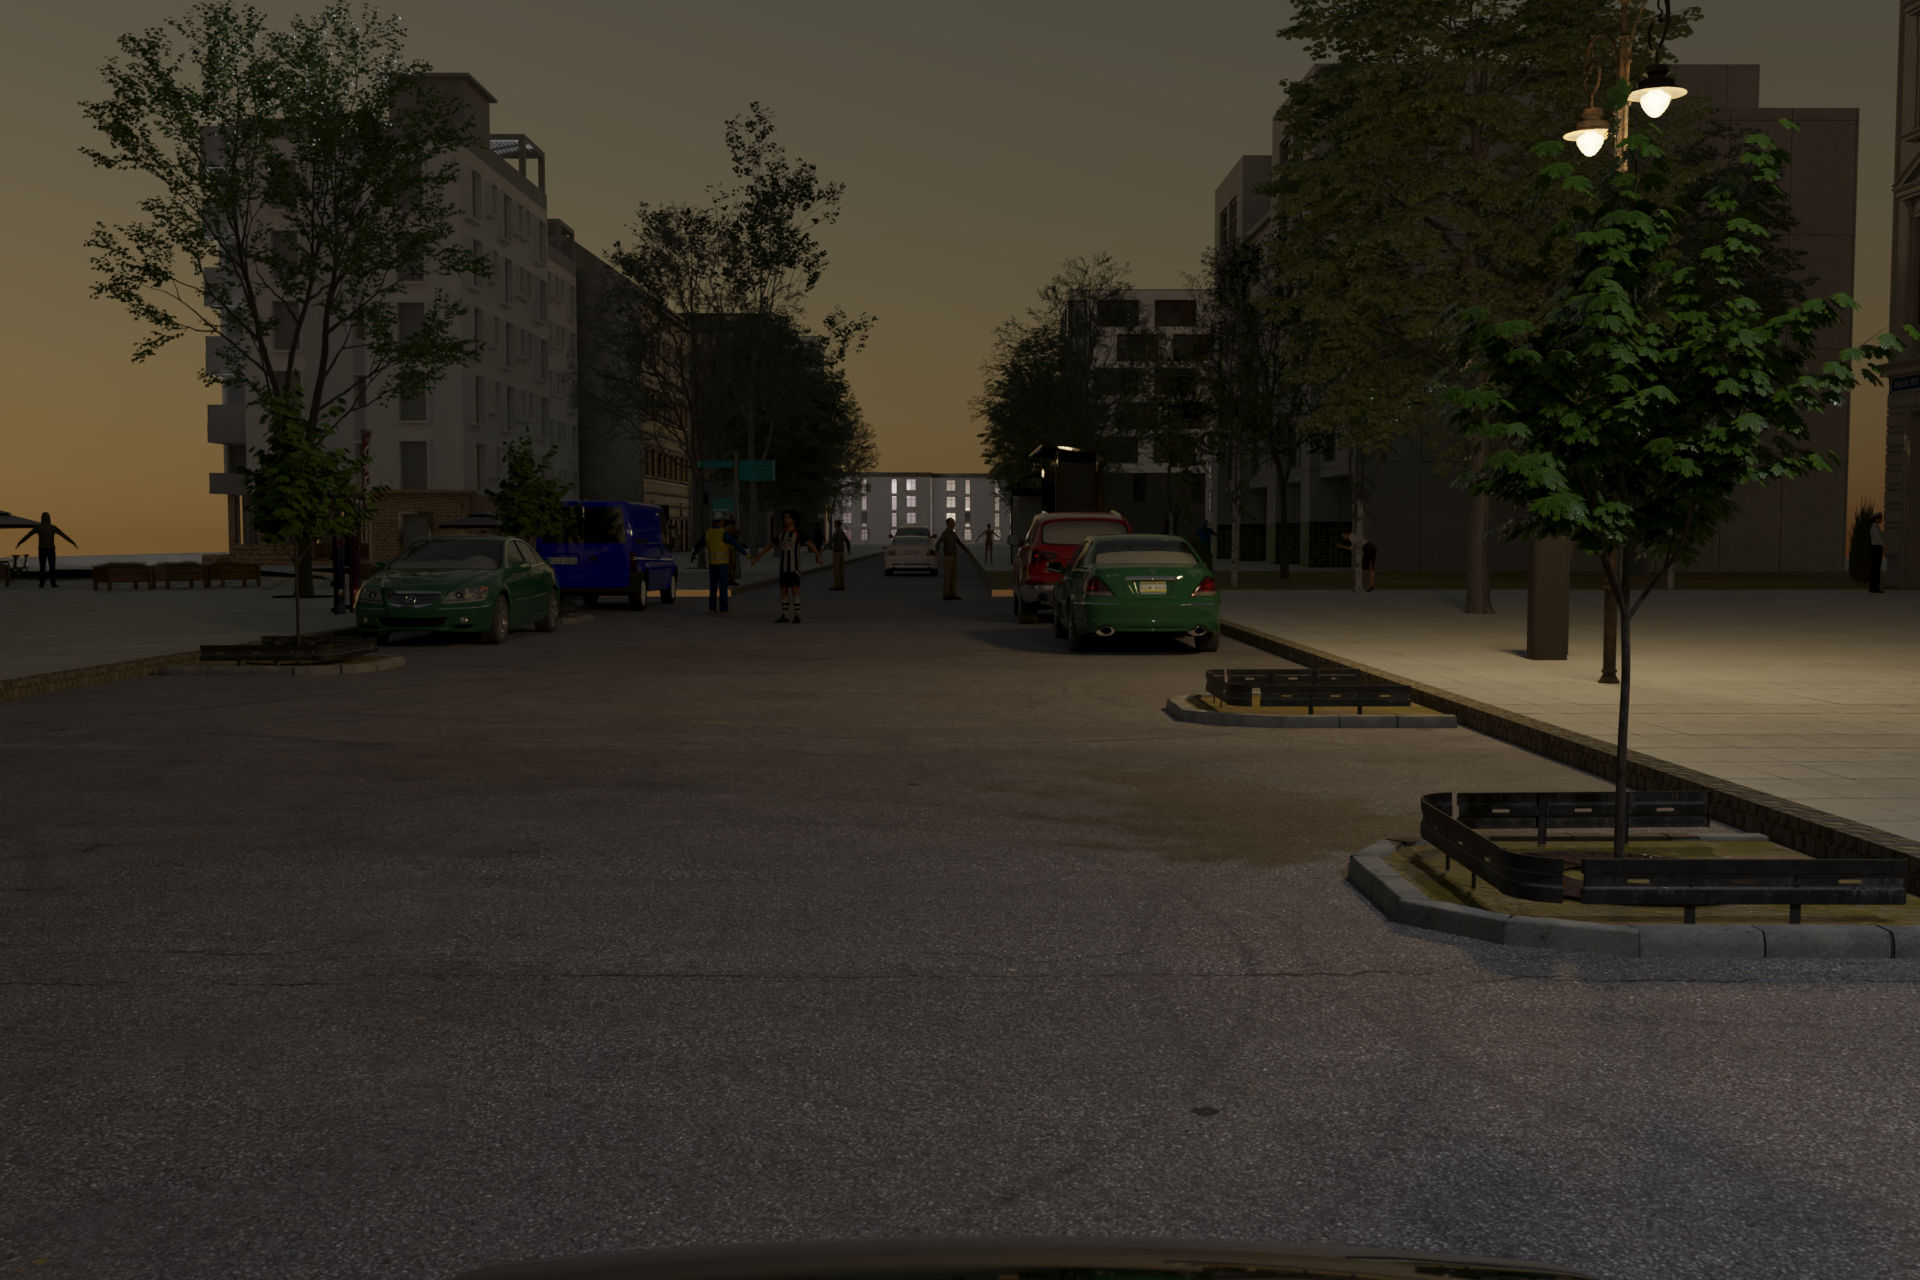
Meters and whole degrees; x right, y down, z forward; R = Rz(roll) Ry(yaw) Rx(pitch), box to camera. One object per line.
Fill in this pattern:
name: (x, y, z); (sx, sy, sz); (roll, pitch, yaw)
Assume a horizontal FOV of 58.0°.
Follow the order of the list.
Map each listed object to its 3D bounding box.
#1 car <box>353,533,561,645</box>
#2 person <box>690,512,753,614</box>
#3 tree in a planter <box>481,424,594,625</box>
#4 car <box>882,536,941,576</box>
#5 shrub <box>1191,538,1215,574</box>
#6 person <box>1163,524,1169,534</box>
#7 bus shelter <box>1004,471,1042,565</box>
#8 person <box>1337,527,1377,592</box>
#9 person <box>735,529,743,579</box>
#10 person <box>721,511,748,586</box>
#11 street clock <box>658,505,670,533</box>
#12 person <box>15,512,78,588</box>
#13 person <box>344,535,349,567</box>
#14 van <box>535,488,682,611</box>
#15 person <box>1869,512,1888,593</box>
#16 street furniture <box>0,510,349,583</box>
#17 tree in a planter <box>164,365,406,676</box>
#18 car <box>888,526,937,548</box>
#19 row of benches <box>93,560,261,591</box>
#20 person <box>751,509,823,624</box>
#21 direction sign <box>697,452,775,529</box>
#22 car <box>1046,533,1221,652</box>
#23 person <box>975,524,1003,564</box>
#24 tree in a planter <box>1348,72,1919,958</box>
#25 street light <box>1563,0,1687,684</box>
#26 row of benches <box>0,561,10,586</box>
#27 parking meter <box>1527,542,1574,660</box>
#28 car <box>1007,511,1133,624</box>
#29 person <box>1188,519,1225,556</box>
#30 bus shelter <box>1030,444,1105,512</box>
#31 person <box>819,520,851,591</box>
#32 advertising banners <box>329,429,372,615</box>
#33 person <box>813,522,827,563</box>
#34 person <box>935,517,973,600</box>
car: (-6.844, -0.744, 23.970); (2.131, 1.459, 4.920); (0, 4, 0)
person: (-4.349, -1.400, 31.323); (1.349, 1.833, 0.705); (2, 4, 26)
tree in a planter: (-7.069, -1.894, 28.193); (1.991, 3.239, 1.994); (0, 4, 1)
car: (-1.688, -2.934, 60.330); (2.083, 1.381, 4.827); (0, 4, -1)
shrub: (5.972, -1.998, 43.781); (1.383, 1.207, 1.383); (0, 3, 0)
person: (9.321, -4.429, 79.132); (0.721, 1.740, 1.216); (1, 4, 9)
bus shelter: (2.584, -3.942, 58.375); (2.014, 3.302, 5.546); (0, 4, 0)
person: (8.811, -1.783, 38.379); (0.799, 1.438, 0.628); (0, 4, -5)
person: (-6.416, -2.456, 49.426); (0.599, 1.433, 0.991); (2, 4, 24)
person: (-5.692, -2.282, 43.078); (0.705, 1.858, 1.354); (-2, 4, -34)
street clock: (-7.367, -2.353, 43.045); (0.358, 2.002, 0.471); (0, 4, 1)
person: (-21.925, -2.169, 41.585); (1.348, 1.813, 0.705); (-2, 4, -25)
person: (-24.041, -3.801, 68.081); (0.705, 1.837, 1.347); (0, 4, 1)
van: (-6.817, -1.807, 33.921); (2.240, 2.365, 5.245); (0, 4, 0)
person: (20.090, -1.917, 37.800); (0.721, 1.778, 1.216); (1, 4, 21)
street furniture: (-30.862, -2.814, 51.039); (27.439, 1.986, 14.083); (0, 4, -8)
tree in a planter: (-7.070, -1.295, 18.403); (1.991, 3.239, 1.994); (0, 4, 0)
car: (-2.215, -4.463, 81.643); (2.281, 1.827, 5.304); (0, 4, -1)
row of benches: (-18.493, -1.554, 40.866); (1.422, 0.672, 4.104); (2, 4, 32)
person: (-2.750, -1.178, 27.865); (1.345, 1.843, 0.704); (2, 4, 26)
direction sign: (-7.238, -4.156, 56.719); (2.525, 3.948, 1.411); (0, 4, 0)
car: (2.221, -0.651, 22.445); (2.131, 1.459, 4.920); (0, 4, -1)
person: (1.256, -4.155, 74.740); (1.217, 1.733, 0.721); (1, 4, 11)
tree in a planter: (2.610, -0.583, 6.749); (1.991, 3.239, 1.994); (0, 4, 1)
street light: (5.588, -2.565, 14.732); (0.468, 5.910, 1.993); (0, 3, 0)
row of benches: (-25.336, -1.625, 42.027); (4.104, 0.672, 1.422); (0, 4, -3)
parking meter: (6.016, -0.730, 17.646); (0.399, 1.863, 0.255); (0, 4, 0)
car: (1.948, -1.252, 29.137); (2.281, 1.827, 5.304); (0, 4, 0)
person: (8.785, -3.418, 62.012); (1.347, 1.817, 0.704); (1, 4, 15)
bus shelter: (2.966, -3.496, 48.444); (1.731, 3.624, 6.357); (0, 4, -1)
person: (-3.112, -2.156, 43.977); (0.705, 1.796, 1.348); (2, 4, 29)
advertising banners: (-9.952, -1.970, 28.404); (0.090, 3.025, 2.074); (0, 4, -1)
person: (-6.291, -4.350, 77.316); (0.705, 1.806, 1.347); (-2, 4, -27)
person: (-0.189, -1.766, 37.611); (0.705, 1.796, 1.348); (2, 4, 35)
